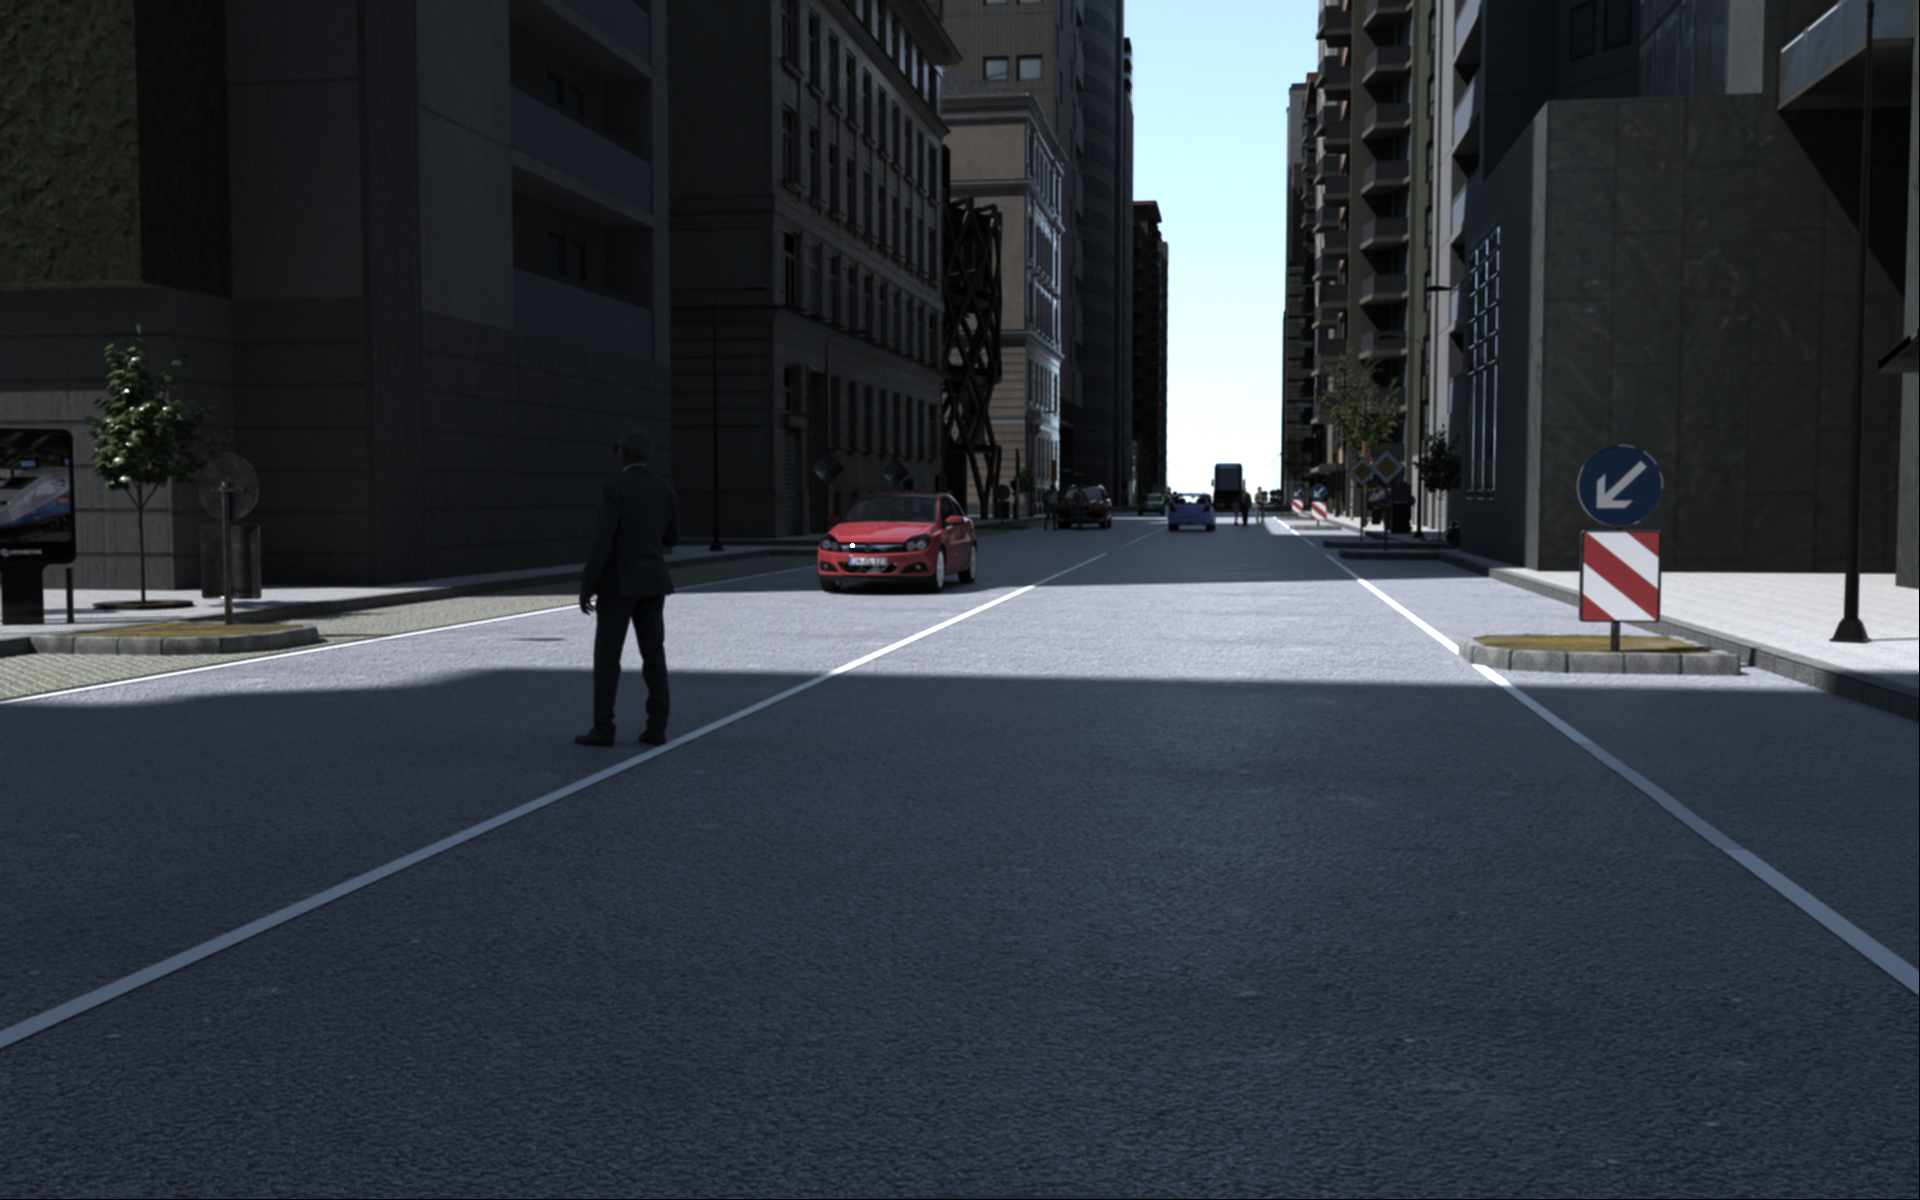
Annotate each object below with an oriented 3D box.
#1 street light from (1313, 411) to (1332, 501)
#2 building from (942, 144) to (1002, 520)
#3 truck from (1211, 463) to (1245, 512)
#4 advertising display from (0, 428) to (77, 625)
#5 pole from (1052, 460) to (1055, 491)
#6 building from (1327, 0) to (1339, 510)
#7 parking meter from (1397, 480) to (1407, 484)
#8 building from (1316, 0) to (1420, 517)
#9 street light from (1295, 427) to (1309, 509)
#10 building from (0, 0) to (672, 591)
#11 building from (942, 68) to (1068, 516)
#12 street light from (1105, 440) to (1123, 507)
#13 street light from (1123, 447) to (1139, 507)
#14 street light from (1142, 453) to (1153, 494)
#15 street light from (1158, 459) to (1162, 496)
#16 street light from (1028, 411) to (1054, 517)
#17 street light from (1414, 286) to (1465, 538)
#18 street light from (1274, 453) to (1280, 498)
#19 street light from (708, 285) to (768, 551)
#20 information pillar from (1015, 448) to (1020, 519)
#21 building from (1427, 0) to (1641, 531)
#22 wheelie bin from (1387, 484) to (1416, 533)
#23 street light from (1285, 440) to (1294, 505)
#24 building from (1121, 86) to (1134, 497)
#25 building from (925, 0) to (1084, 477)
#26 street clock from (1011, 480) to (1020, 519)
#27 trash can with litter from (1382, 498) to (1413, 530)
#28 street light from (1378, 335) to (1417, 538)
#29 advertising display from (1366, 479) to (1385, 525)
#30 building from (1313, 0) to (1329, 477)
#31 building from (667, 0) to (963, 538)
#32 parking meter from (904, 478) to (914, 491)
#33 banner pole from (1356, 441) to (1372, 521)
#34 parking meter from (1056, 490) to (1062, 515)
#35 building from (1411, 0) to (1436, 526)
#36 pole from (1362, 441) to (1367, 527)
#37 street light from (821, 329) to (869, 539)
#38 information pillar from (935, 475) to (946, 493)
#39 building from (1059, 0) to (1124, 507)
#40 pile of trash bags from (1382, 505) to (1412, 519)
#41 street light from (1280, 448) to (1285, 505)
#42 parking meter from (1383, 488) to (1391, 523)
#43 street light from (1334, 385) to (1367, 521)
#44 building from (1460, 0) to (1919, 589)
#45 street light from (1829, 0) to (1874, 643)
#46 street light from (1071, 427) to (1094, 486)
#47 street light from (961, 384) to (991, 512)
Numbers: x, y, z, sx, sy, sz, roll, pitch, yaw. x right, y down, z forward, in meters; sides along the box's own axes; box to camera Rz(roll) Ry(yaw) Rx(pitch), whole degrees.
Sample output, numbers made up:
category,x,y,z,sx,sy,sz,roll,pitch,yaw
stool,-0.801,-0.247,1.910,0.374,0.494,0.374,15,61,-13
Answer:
category,x,y,z,sx,sy,sz,roll,pitch,yaw
street light,20.673,-7.630,97.290,1.470,5.913,1.316,1,4,9
building,-6.461,-13.533,88.713,16.820,18.784,16.811,1,4,9
truck,22.604,-9.550,145.906,2.967,4.110,18.799,1,4,9
advertising display,-9.253,-0.724,17.044,0.974,1.923,0.123,-2,4,-33
pole,5.586,-6.697,103.332,0.158,3.312,0.155,0,3,0
building,35.100,-29.421,131.137,14.600,45.320,14.200,1,4,9
parking meter,18.444,-4.070,72.248,0.399,1.863,0.255,0,4,-1
building,32.308,-27.345,101.715,22.147,44.769,28.867,1,4,9
street light,25.242,-9.372,125.779,1.470,5.913,1.316,1,4,9
building,-20.684,-30.032,33.023,28.212,58.520,21.231,1,4,9
building,-0.649,-19.962,112.285,13.634,28.700,20.117,1,4,9
street light,13.052,-10.793,149.003,1.470,5.913,1.316,1,4,9
street light,16.876,-12.222,172.367,1.470,5.913,1.316,1,4,9
street light,20.709,-13.652,195.754,1.470,5.913,1.316,1,4,9
street light,26.130,-15.751,230.074,1.470,5.913,1.316,1,4,9
street light,4.527,-7.603,96.847,1.470,5.913,1.316,1,4,9
street light,11.071,-4.046,38.698,1.470,5.913,1.316,1,4,9
street light,38.567,-14.395,207.904,1.470,5.913,1.316,1,4,9
street light,-4.958,-4.049,38.749,1.470,5.913,1.316,1,4,9
information pillar,2.929,-5.906,87.921,0.183,3.616,0.504,1,4,13
building,29.936,-31.193,52.006,28.212,58.520,21.231,1,4,9
wheelie bin,14.370,-2.976,56.570,0.980,1.594,0.693,1,4,12
street light,28.989,-10.802,149.155,1.470,5.913,1.316,1,4,9
building,11.377,-32.904,188.092,14.600,45.320,14.200,1,4,9
building,-4.457,-33.642,139.284,28.713,52.752,27.495,1,4,9
street clock,2.838,-5.142,88.635,0.358,2.002,0.471,-3,5,-42
trash can with litter,15.306,-3.004,60.508,1.055,1.170,0.624,2,4,32
street light,12.894,-4.773,50.583,1.470,5.913,1.316,1,4,9
advertising display,17.474,-4.127,72.691,0.974,1.923,0.123,-1,4,-19
building,45.069,-34.320,150.374,28.713,52.752,27.495,1,4,9
building,-10.218,-14.147,64.585,16.112,22.955,30.059,1,4,9
parking meter,-1.918,-3.604,64.642,0.255,1.863,0.399,2,4,25
banner pole,19.116,-5.604,81.637,0.863,3.779,0.401,0,3,0
parking meter,6.171,-6.075,107.730,0.372,1.533,0.369,0,3,0
building,26.359,-18.446,73.297,14.160,30.474,14.107,1,4,9
pole,15.641,-4.475,67.014,0.158,3.312,0.155,0,3,0
street light,-3.248,-4.680,49.057,1.470,5.913,1.316,1,4,9
information pillar,-0.743,-3.720,65.320,0.304,2.012,0.304,-3,5,-42
building,4.244,-38.222,166.925,21.231,58.520,28.212,1,4,9
pile of trash bags,22.186,-4.748,87.379,1.912,1.369,3.447,0,4,-7
street light,32.974,-12.249,172.804,1.470,5.913,1.316,1,4,9
parking meter,18.954,-4.182,76.787,0.372,1.533,0.369,0,3,0
street light,16.746,-6.202,73.943,1.470,5.913,1.316,1,4,9
building,19.810,-43.226,19.415,22.319,86.520,31.000,1,4,9
street light,7.228,-2.597,15.009,1.470,5.913,1.316,1,4,9
street light,8.304,-9.034,120.240,1.470,5.913,1.316,1,4,9
street light,0.633,-6.175,73.494,1.470,5.913,1.316,1,4,9
